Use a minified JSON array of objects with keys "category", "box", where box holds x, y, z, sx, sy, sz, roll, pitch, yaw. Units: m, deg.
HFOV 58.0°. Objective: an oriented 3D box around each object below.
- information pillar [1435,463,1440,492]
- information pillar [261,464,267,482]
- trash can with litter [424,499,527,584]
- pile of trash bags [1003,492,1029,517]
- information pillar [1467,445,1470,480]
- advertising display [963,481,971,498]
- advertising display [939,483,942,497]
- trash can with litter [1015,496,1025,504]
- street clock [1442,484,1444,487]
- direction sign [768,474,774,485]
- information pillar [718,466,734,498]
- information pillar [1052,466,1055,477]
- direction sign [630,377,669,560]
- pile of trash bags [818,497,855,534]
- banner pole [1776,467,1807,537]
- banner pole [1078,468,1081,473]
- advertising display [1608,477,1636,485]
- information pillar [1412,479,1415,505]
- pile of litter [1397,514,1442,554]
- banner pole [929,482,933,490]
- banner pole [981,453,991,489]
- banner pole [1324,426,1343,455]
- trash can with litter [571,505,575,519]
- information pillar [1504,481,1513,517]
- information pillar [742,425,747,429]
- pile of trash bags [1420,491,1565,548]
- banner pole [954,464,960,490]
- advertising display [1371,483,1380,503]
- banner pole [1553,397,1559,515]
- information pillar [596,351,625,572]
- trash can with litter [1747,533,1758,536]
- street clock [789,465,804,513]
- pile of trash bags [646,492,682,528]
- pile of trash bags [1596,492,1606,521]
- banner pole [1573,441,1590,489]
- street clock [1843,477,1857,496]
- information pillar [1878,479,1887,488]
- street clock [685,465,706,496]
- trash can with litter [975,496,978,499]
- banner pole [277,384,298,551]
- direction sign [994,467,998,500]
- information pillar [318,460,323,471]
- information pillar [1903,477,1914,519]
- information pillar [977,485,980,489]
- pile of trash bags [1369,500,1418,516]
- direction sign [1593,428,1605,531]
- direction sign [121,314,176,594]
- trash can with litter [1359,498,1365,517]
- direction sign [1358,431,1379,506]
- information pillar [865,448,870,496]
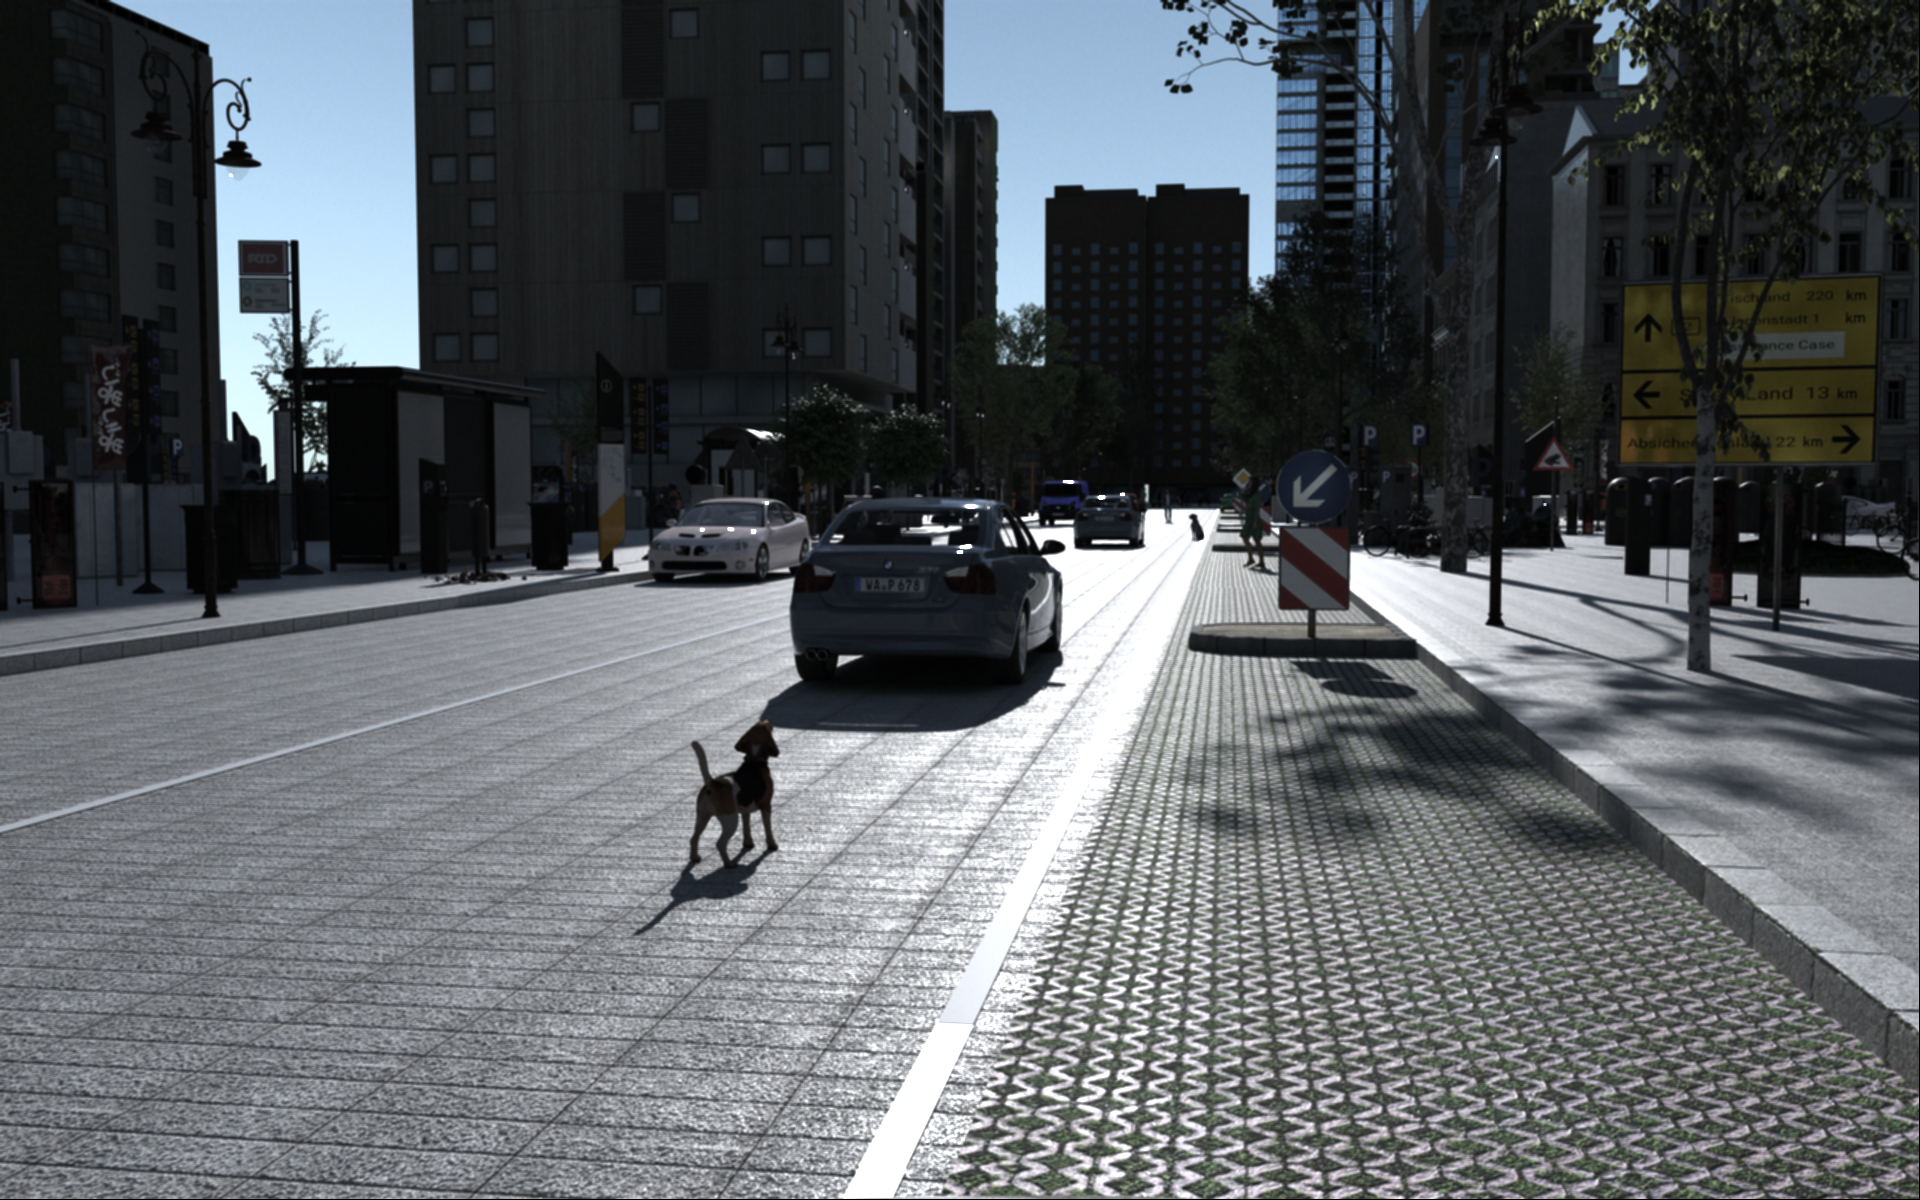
[{"category":"information pillar","box":[36.217,-8.557,131.265,0.183,3.616,0.504,-1,4,-19]},{"category":"information pillar","box":[-52.756,-8.556,131.249,0.504,3.616,0.183,-2,4,-31]},{"category":"trash can with litter","box":[-7.294,-0.893,25.651,1.678,1.210,2.233,0,4,-4]},{"category":"pile of trash bags","box":[2.947,-5.353,97.275,1.912,1.369,3.447,0,4,1]},{"category":"information pillar","box":[22.595,-5.257,77.298,0.183,3.616,0.504,3,4,36]},{"category":"advertising display","box":[0.268,-4.289,75.333,0.123,1.923,0.974,-1,4,-17]},{"category":"advertising display","box":[-0.935,-5.837,100.642,0.123,1.923,0.974,-2,4,-26]},{"category":"trash can with litter","box":[3.294,-5.403,99.718,1.055,1.170,0.624,-2,4,-27]},{"category":"street clock","box":[34.868,-7.367,125.013,0.471,2.002,0.358,1,4,14]},{"category":"direction sign","box":[-9.538,-5.859,87.793,0.876,3.537,0.379,-2,4,-29]},{"category":"information pillar","box":[-6.162,-2.521,45.711,0.304,2.012,0.304,3,4,39]},{"category":"information pillar","box":[7.848,-9.439,145.678,0.183,3.616,0.504,1,4,18]},{"category":"direction sign","box":[-6.060,-2.563,33.902,0.379,3.537,0.876,3,5,45]},{"category":"pile of trash bags","box":[-4.227,-2.837,56.133,1.912,1.369,3.447,1,4,16]},{"category":"banner pole","box":[20.519,-3.213,42.555,0.863,3.779,0.401,2,4,35]},{"category":"banner pole","box":[10.082,-9.559,146.302,0.401,3.779,0.863,-1,4,-18]},{"category":"advertising display","box":[24.337,-3.578,63.711,0.974,1.923,0.123,1,4,14]},{"category":"information pillar","box":[33.026,-8.273,126.618,0.504,3.616,0.183,3,4,36]},{"category":"pile of litter","box":[10.195,-1.451,37.688,1.719,0.858,1.176,-2,4,-30]},{"category":"banner pole","box":[-2.118,-8.613,130.832,0.863,3.779,0.401,2,4,25]},{"category":"banner pole","box":[1.583,-6.845,101.934,0.863,3.779,0.401,-1,4,-19]},{"category":"banner pole","box":[13.703,-4.491,63.444,0.863,3.779,0.401,2,4,27]},{"category":"trash can with litter","box":[-15.731,-3.478,68.250,0.624,1.170,1.055,-3,4,-39]},{"category":"information pillar","box":[30.910,-5.696,97.622,0.304,2.012,0.304,-3,4,-36]},{"category":"information pillar","box":[-7.098,-4.093,58.278,0.504,3.616,0.183,0,4,0]},{"category":"pile of trash bags","box":[13.435,-2.048,43.235,1.912,1.369,3.447,-1,4,-23]},{"category":"banner pole","box":[-0.258,-9.401,143.718,0.401,3.779,0.863,-3,5,-42]},{"category":"advertising display","box":[25.087,-6.077,104.578,0.123,1.923,0.974,3,5,39]},{"category":"banner pole","box":[15.505,-3.374,45.182,0.401,3.779,0.863,1,4,12]},{"category":"information pillar","box":[-5.785,-2.281,28.646,0.183,3.616,0.504,3,5,45]},{"category":"trash can with litter","box":[24.765,-2.553,52.795,1.678,1.210,2.233,2,4,34]},{"category":"street clock","box":[-4.160,-2.399,43.796,0.358,2.002,0.471,2,4,32]},{"category":"pile of trash bags","box":[-11.463,-3.449,66.140,1.912,1.369,3.447,1,4,13]},{"category":"pile of trash bags","box":[31.710,-4.415,81.940,1.912,1.369,3.447,-3,5,-40]},{"category":"banner pole","box":[29.395,-5.613,81.789,0.863,3.779,0.401,3,4,36]},{"category":"street clock","box":[37.336,-4.167,72.706,0.471,2.002,0.358,-1,4,-11]},{"category":"information pillar","box":[43.690,-4.745,82.073,0.304,2.012,0.304,-2,4,-29]},{"category":"street clock","box":[-6.633,-2.382,43.518,0.471,2.002,0.358,1,4,19]},{"category":"trash can with litter","box":[1.067,-8.089,143.639,0.624,1.170,1.055,-3,5,-42]},{"category":"banner pole","box":[-15.358,-3.032,39.590,0.863,3.779,0.401,3,5,42]},{"category":"direction sign","box":[2.970,-9.261,143.411,0.379,3.537,0.876,-1,4,-15]},{"category":"information pillar","box":[-44.461,-7.897,120.467,0.504,3.616,0.183,2,4,32]},{"category":"information pillar","box":[41.735,-4.388,76.233,0.304,2.012,0.304,1,4,10]},{"category":"information pillar","box":[1.579,-8.270,139.702,0.304,2.012,0.304,-3,5,-43]},{"category":"pile of trash bags","box":[14.566,-2.927,57.604,1.912,1.369,3.447,0,4,2]},{"category":"direction sign","box":[21.952,-4.128,59.492,0.379,3.537,0.876,0,4,0]},{"category":"direction sign","box":[-10.517,-1.855,22.333,0.379,3.537,0.876,0,4,2]},{"category":"trash can with litter","box":[19.627,-4.452,84.178,1.055,1.170,0.624,0,4,4]},{"category":"direction sign","box":[14.638,-4.291,62.163,0.876,3.537,0.379,-2,4,-23]},{"category":"information pillar","box":[-3.591,-4.620,66.886,0.183,3.616,0.504,-1,4,-16]}]
